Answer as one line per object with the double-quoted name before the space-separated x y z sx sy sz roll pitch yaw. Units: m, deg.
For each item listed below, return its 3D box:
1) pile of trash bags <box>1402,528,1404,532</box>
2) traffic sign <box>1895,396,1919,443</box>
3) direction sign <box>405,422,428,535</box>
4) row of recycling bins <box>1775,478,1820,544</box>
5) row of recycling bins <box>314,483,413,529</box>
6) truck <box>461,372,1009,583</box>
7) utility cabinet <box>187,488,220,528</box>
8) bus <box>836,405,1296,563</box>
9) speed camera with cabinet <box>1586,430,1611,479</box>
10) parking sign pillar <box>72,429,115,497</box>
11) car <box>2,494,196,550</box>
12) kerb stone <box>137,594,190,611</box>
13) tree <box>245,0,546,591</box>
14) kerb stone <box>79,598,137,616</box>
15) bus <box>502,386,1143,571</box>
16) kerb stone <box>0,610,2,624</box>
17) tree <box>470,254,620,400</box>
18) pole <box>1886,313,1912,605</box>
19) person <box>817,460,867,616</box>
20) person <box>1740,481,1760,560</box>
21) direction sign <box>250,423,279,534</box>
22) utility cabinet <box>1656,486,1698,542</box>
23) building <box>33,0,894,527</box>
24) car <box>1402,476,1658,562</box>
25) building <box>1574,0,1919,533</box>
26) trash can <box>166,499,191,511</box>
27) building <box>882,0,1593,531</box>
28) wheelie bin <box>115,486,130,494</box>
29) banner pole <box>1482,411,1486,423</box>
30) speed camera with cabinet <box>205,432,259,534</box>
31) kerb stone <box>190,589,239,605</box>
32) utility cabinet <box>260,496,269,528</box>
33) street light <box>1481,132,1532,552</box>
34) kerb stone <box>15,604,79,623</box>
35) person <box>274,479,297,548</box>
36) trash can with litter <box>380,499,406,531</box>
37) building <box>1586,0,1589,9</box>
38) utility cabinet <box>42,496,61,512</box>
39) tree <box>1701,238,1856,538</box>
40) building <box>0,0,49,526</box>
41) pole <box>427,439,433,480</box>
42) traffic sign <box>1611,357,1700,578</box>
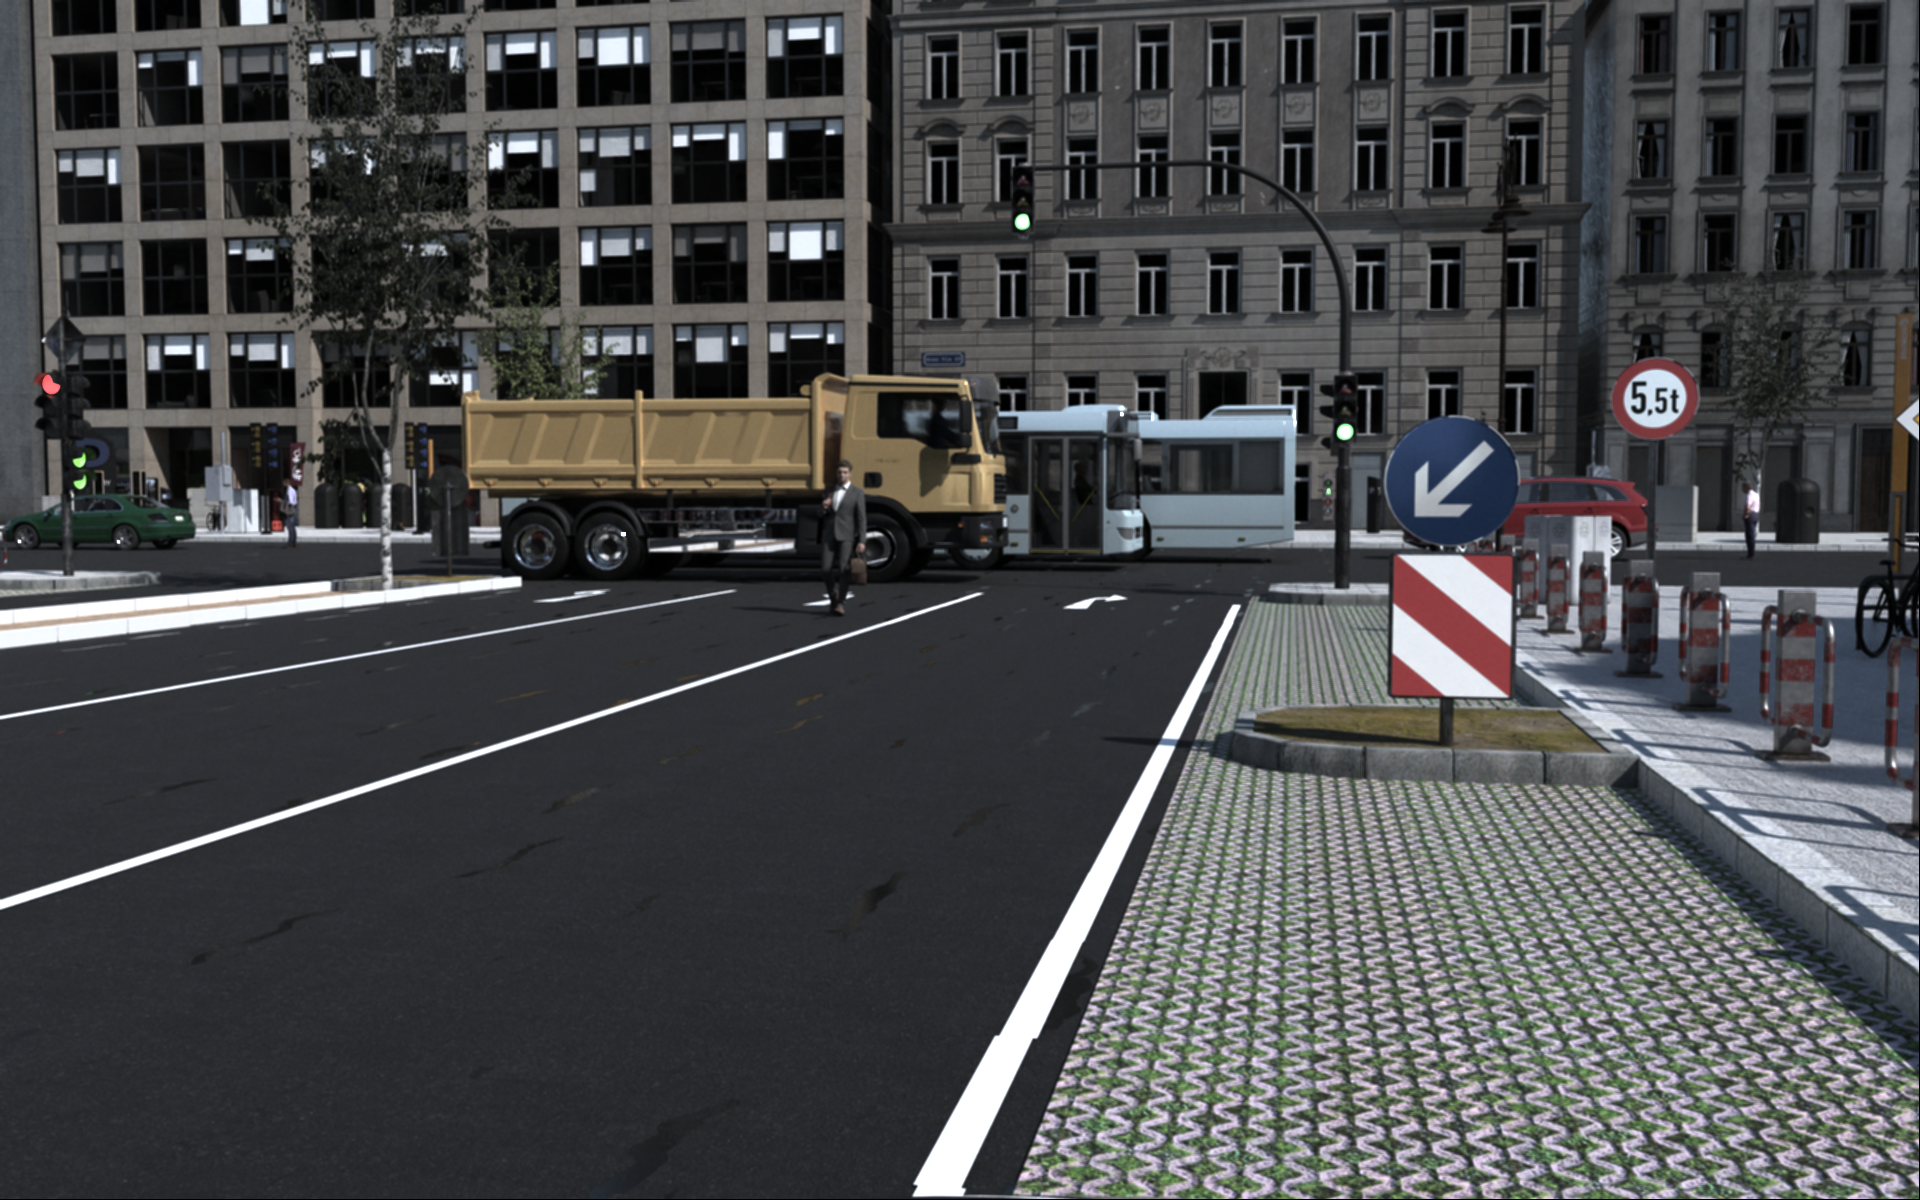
"pile of trash bags" 15.624 -2.943 57.876 3.447 1.369 1.912 -3 5 -40
"traffic sign" 9.862 -0.999 17.517 0.795 2.450 0.064 1 4 17
"direction sign" -17.213 -3.847 54.893 0.379 3.537 0.876 2 4 31
"row of recycling bins" 22.184 -2.375 45.941 1.069 1.692 3.534 2 4 23
"row of recycling bins" -22.293 -3.532 64.866 3.534 1.692 1.069 -2 4 -33
"truck" -3.275 -2.034 29.175 9.791 3.379 3.469 1 4 9
"utility cabinet" -28.332 -3.443 64.979 1.173 1.500 0.318 -1 4 -9
"bus" 0.560 -2.623 37.741 13.247 3.499 2.948 1 4 11
"speed camera with cabinet" 19.842 -3.603 53.247 0.660 3.252 2.038 0 4 4
"parking sign pillar" -30.241 -4.404 60.475 1.447 3.967 1.447 -2 4 -29
"car" -22.484 -2.041 45.171 4.920 1.459 2.131 1 4 9
"kerb stone" -10.014 0.036 21.626 0.120 0.150 1.000 1 4 11
"tree" -8.042 -4.376 24.375 4.360 8.622 3.978 0 3 0
"kerb stone" -10.207 0.097 20.610 0.120 0.150 1.000 1 4 11
"bus" -2.253 -2.389 33.921 13.247 3.499 2.948 1 4 11
"kerb stone" -10.593 0.220 18.597 0.120 0.150 1.000 1 4 11
"tree" -13.050 -6.335 53.941 4.737 8.622 4.395 0 3 0
"pole" 10.693 -1.582 19.715 0.158 3.312 0.155 0 3 0
"person" -1.396 -0.737 20.516 0.622 1.834 0.822 0 4 8
"person" 17.247 -1.742 37.922 0.756 1.711 0.436 -3 5 -39
"direction sign" -22.141 -3.865 55.185 0.876 3.537 0.379 0 4 1
"utility cabinet" 18.813 -2.262 45.670 0.318 1.500 1.173 -3 5 -43
"building" -18.433 -16.586 75.695 34.151 26.468 19.350 1 4 11
"car" 12.410 -1.785 37.854 5.304 1.827 2.281 1 4 11
"building" 31.354 -12.952 60.908 18.267 20.994 9.793 1 4 11
"trash can" -24.072 -2.551 53.369 0.748 1.137 0.748 0 3 0
"building" 10.428 -16.481 66.723 25.104 27.353 12.463 1 4 11
"wheelie bin" -32.465 -3.608 66.896 0.693 1.594 0.980 2 4 28
"banner pole" 15.743 -3.803 52.201 0.401 3.779 0.863 1 4 21
"speed camera with cabinet" -23.569 -3.775 56.063 0.660 3.252 2.038 1 4 12
"kerb stone" -9.814 -0.022 22.636 0.120 0.150 1.000 1 4 11
"utility cabinet" -25.813 -3.279 64.779 0.306 1.237 1.020 -3 5 -41
"street light" 7.093 -3.049 22.640 0.468 5.910 1.993 1 4 11
"kerb stone" -10.394 0.159 19.603 0.120 0.150 1.000 1 4 11
"person" -17.859 -2.289 45.801 0.599 1.838 0.709 -1 4 -13
"trash can with litter" -19.926 -3.036 61.026 1.055 1.170 0.624 2 4 33
"building" 48.469 -28.930 123.121 14.600 45.320 14.200 1 4 11
"utility cabinet" -35.326 -3.438 67.381 0.306 1.237 1.020 0 4 -2
"tree" 23.720 -6.154 50.981 4.360 8.622 3.978 0 3 0
"building" -45.955 -15.833 76.893 19.932 24.808 12.078 1 4 11
"pole" -19.760 -4.332 64.672 0.158 3.312 0.155 0 3 0
"traffic sign" 6.484 -0.985 16.219 0.768 2.556 0.104 1 4 20
